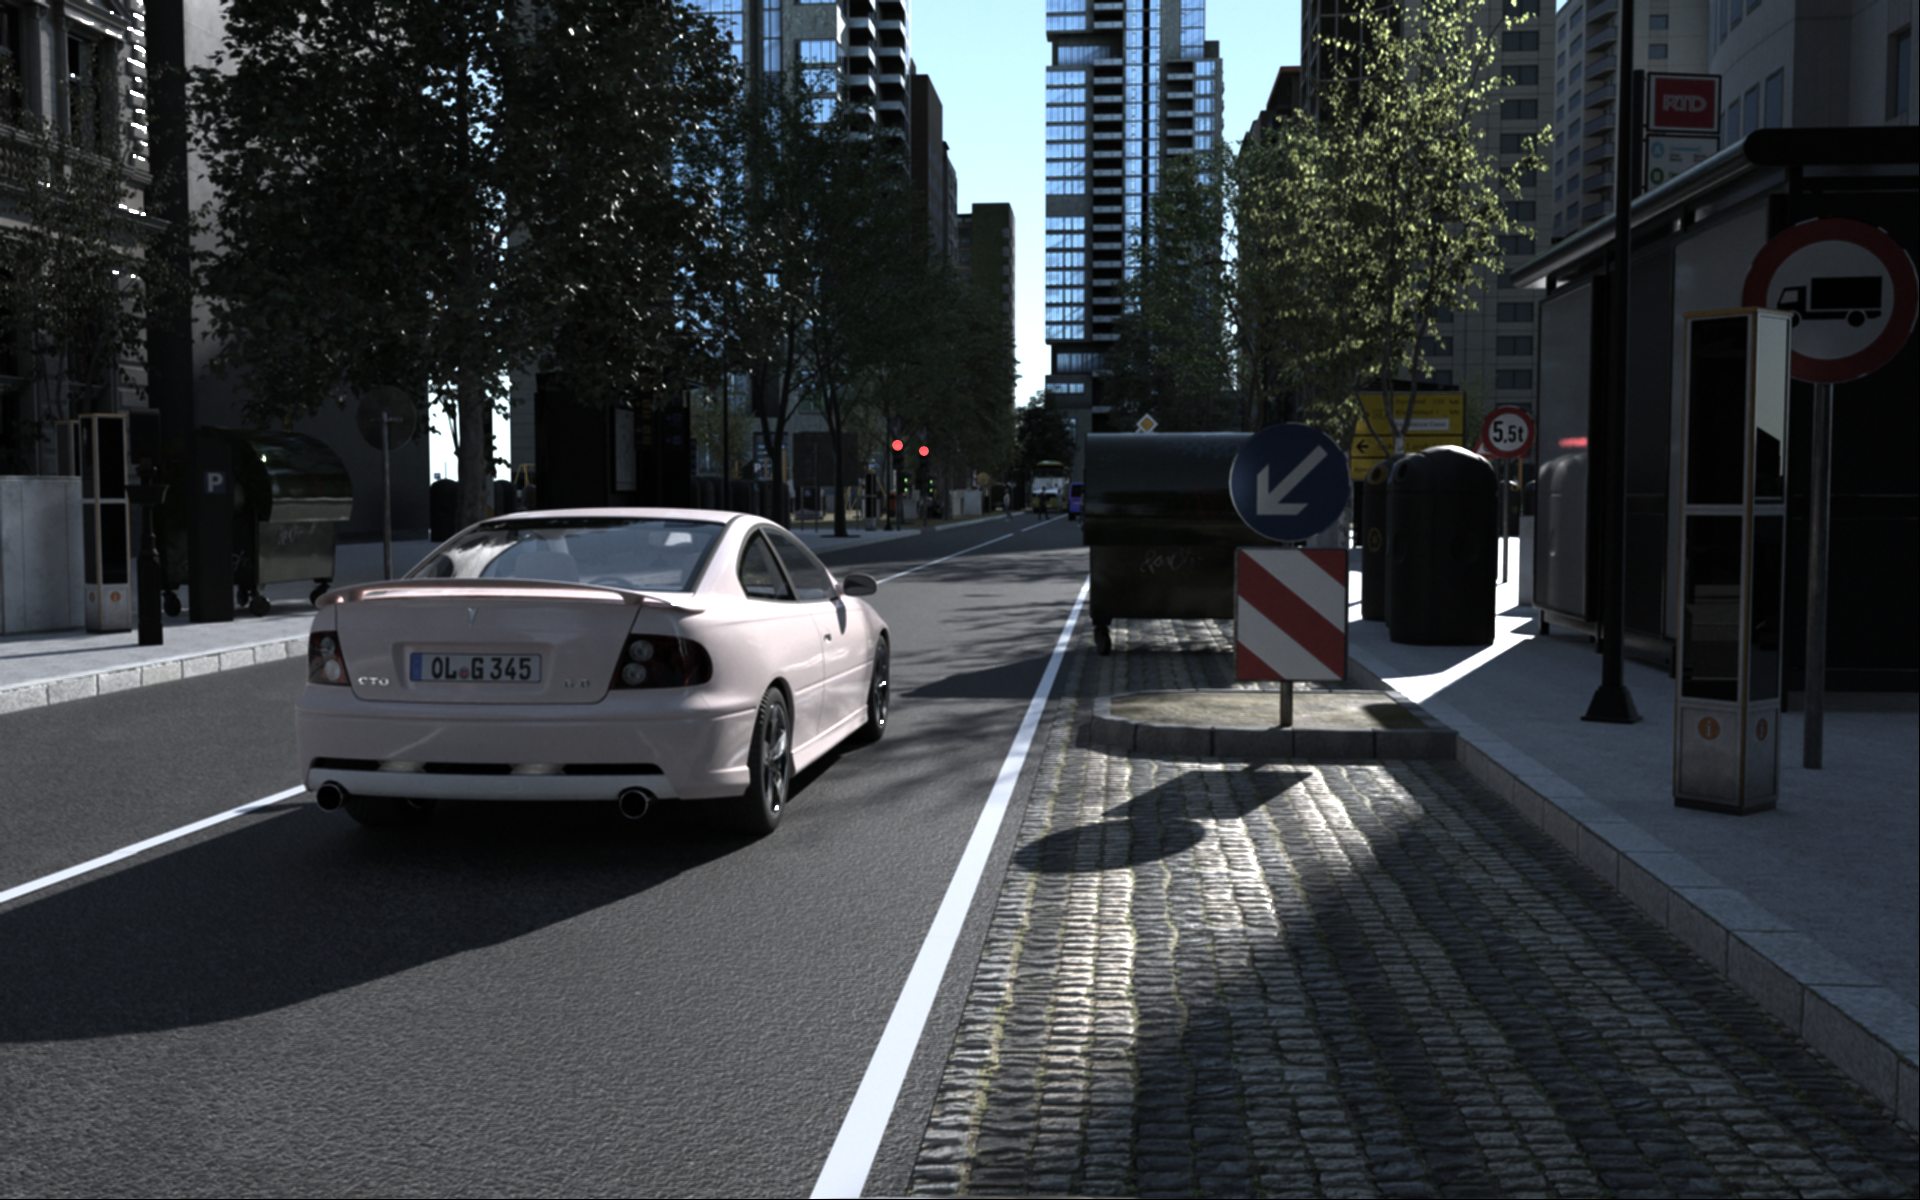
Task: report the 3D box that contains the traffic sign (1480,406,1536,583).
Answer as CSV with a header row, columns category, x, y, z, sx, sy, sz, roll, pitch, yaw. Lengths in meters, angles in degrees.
category,x,y,z,sx,sy,sz,roll,pitch,yaw
traffic sign,7.907,-1.526,25.048,0.768,2.556,0.104,1,4,12

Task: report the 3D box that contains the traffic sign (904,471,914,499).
category,x,y,z,sx,sy,sz,roll,pitch,yaw
traffic sign,-2.852,-5.726,93.733,0.768,2.556,0.104,1,4,11

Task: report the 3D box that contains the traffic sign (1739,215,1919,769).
category,x,y,z,sx,sy,sz,roll,pitch,yaw
traffic sign,3.994,-0.485,8.037,0.768,2.556,0.104,1,4,12

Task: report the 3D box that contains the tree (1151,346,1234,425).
category,x,y,z,sx,sy,sz,roll,pitch,yaw
tree,11.463,-8.273,85.622,4.360,8.622,3.978,0,3,0

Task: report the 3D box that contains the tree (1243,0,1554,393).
category,x,y,z,sx,sy,sz,roll,pitch,yaw
tree,5.645,-4.405,22.391,4.360,8.622,3.978,0,3,0

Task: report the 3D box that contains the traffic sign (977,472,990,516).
category,x,y,z,sx,sy,sz,roll,pitch,yaw
traffic sign,1.354,-6.186,101.250,0.768,2.556,0.104,1,4,10

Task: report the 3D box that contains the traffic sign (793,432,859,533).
category,x,y,z,sx,sy,sz,roll,pitch,yaw
traffic sign,-4.456,-3.886,57.410,2.265,3.308,0.079,1,4,13

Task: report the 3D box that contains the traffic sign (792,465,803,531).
category,x,y,z,sx,sy,sz,roll,pitch,yaw
traffic sign,-5.531,-3.705,60.677,0.768,2.556,0.104,1,4,15

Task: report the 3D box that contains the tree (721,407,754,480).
category,x,y,z,sx,sy,sz,roll,pitch,yaw
tree,-18.333,-11.517,138.670,4.360,8.622,3.978,0,3,0

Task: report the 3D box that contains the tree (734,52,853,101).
category,x,y,z,sx,sy,sz,roll,pitch,yaw
tree,-4.600,-7.122,42.198,9.928,11.665,9.643,0,3,0

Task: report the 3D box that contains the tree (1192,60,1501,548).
category,x,y,z,sx,sy,sz,roll,pitch,yaw
tree,6.524,-4.860,29.827,4.737,8.622,4.395,0,3,0

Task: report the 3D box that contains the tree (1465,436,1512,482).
category,x,y,z,sx,sy,sz,roll,pitch,yaw
tree,16.522,-3.719,55.415,1.663,3.219,1.824,0,3,0

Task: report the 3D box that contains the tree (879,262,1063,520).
category,x,y,z,sx,sy,sz,roll,pitch,yaw
tree,-0.477,-10.218,85.189,7.486,12.596,7.792,0,3,0

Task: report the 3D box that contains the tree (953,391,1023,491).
category,x,y,z,sx,sy,sz,roll,pitch,yaw
tree,1.453,-9.960,113.216,4.737,8.622,4.395,0,3,0

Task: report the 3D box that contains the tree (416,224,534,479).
category,x,y,z,sx,sy,sz,roll,pitch,yaw
tree,-10.305,-5.188,35.184,4.737,8.622,4.395,0,3,0

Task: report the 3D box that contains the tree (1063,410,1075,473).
category,x,y,z,sx,sy,sz,roll,pitch,yaw
tree,8.726,-16.455,187.158,7.486,12.596,7.792,0,3,0

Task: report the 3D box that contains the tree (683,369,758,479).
category,x,y,z,sx,sy,sz,roll,pitch,yaw
tree,-12.754,-8.672,92.145,4.737,8.622,4.395,0,3,0

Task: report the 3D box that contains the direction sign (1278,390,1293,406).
category,x,y,z,sx,sy,sz,roll,pitch,yaw
direction sign,7.102,-2.807,37.886,0.379,3.537,0.876,2,4,30

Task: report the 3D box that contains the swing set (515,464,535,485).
category,x,y,z,sx,sy,sz,roll,pitch,yaw
swing set,-21.769,-5.657,90.105,3.119,2.851,2.862,2,4,26

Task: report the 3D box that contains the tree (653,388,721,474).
category,x,y,z,sx,sy,sz,roll,pitch,yaw
tree,-17.202,-9.582,107.033,4.360,8.622,3.978,0,3,0

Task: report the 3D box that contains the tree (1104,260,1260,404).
category,x,y,z,sx,sy,sz,roll,pitch,yaw
tree,17.486,-17.194,137.017,12.611,20.169,13.585,0,3,0

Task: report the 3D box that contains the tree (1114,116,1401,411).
category,x,y,z,sx,sy,sz,roll,pitch,yaw
tree,8.134,-7.463,47.777,9.928,11.665,9.643,0,3,0

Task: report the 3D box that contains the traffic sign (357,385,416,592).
category,x,y,z,sx,sy,sz,roll,pitch,yaw
traffic sign,-6.731,-1.236,20.316,0.768,2.556,0.104,1,4,13

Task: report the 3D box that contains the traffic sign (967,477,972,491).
category,x,y,z,sx,sy,sz,roll,pitch,yaw
traffic sign,0.638,-8.121,132.885,0.768,2.556,0.104,1,4,11

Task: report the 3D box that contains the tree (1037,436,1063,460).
category,x,y,z,sx,sy,sz,roll,pitch,yaw
tree,10.228,-15.270,200.020,4.360,8.622,3.978,0,3,0

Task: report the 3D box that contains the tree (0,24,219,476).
category,x,y,z,sx,sy,sz,roll,pitch,yaw
tree,-14.184,-4.741,27.883,4.360,8.622,3.978,0,3,0

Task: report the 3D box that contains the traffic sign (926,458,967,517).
category,x,y,z,sx,sy,sz,roll,pitch,yaw
traffic sign,-0.765,-6.273,96.441,2.265,3.308,0.079,0,4,8

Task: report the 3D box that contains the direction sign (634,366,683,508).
category,x,y,z,sx,sy,sz,roll,pitch,yaw
direction sign,-5.332,-2.366,30.673,0.876,3.537,0.379,0,4,3

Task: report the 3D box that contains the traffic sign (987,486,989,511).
category,x,y,z,sx,sy,sz,roll,pitch,yaw
traffic sign,2.153,-7.942,129.852,0.884,2.594,0.081,1,4,10

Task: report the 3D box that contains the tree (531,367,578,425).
category,x,y,z,sx,sy,sz,roll,pitch,yaw
tree,-21.042,-8.837,94.842,4.360,8.622,3.978,0,3,0

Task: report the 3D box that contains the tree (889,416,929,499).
category,x,y,z,sx,sy,sz,roll,pitch,yaw
tree,-3.959,-11.622,140.388,4.737,8.622,4.395,0,3,0

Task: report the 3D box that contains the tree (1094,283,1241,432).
category,x,y,z,sx,sy,sz,roll,pitch,yaw
tree,12.806,-12.087,104.274,9.857,13.997,8.962,0,3,0

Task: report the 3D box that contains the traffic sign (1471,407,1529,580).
category,x,y,z,sx,sy,sz,roll,pitch,yaw
traffic sign,8.049,-1.586,25.939,0.884,2.594,0.081,0,4,8

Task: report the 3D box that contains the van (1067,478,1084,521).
category,x,y,z,sx,sy,sz,roll,pitch,yaw
van,6.989,-5.570,95.448,2.240,2.365,5.245,0,4,6

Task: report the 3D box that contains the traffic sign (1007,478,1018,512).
category,x,y,z,sx,sy,sz,roll,pitch,yaw
traffic sign,3.791,-7.589,125.270,0.795,2.450,0.064,1,4,11

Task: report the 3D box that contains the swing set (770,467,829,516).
category,x,y,z,sx,sy,sz,roll,pitch,yaw
swing set,-9.756,-6.374,101.841,3.119,2.851,2.862,3,4,36

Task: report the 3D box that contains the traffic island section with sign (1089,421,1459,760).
category,x,y,z,sx,sy,sz,roll,pitch,yaw
traffic island section with sign,1.776,-0.101,10.288,1.989,1.847,2.006,0,4,5

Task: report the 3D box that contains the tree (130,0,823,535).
category,x,y,z,sx,sy,sz,roll,pitch,yaw
tree,-7.141,-6.614,25.145,9.611,12.733,9.660,0,3,0

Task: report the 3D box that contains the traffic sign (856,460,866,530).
category,x,y,z,sx,sy,sz,roll,pitch,yaw
traffic sign,-3.623,-3.736,61.080,0.884,2.594,0.081,0,4,6

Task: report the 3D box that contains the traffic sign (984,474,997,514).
category,x,y,z,sx,sy,sz,roll,pitch,yaw
traffic sign,1.916,-6.714,109.785,0.884,2.594,0.081,0,4,7

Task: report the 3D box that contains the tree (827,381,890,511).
category,x,y,z,sx,sy,sz,roll,pitch,yaw
tree,-6.274,-9.836,111.186,4.360,8.622,3.978,0,3,0

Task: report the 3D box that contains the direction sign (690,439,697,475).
category,x,y,z,sx,sy,sz,roll,pitch,yaw
direction sign,-11.179,-4.808,70.608,0.876,3.537,0.379,-1,4,-11

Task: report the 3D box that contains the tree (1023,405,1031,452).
category,x,y,z,sx,sy,sz,roll,pitch,yaw
tree,3.406,-11.134,132.399,4.737,8.622,4.395,0,3,0

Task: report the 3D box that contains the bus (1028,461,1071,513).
category,x,y,z,sx,sy,sz,roll,pitch,yaw
bus,6.986,-8.613,132.365,2.896,3.916,12.252,0,4,6

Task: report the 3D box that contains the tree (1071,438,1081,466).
category,x,y,z,sx,sy,sz,roll,pitch,yaw
tree,10.304,-16.663,206.859,8.767,10.594,7.601,0,4,6

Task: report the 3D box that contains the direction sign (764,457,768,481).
category,x,y,z,sx,sy,sz,roll,pitch,yaw
direction sign,-11.846,-6.959,105.774,0.379,3.537,0.876,1,4,8

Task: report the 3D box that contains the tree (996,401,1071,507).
category,x,y,z,sx,sy,sz,roll,pitch,yaw
tree,6.594,-14.663,174.160,7.601,10.594,8.767,1,4,11

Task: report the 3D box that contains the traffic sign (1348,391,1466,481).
category,x,y,z,sx,sy,sz,roll,pitch,yaw
traffic sign,8.844,-2.475,34.345,2.265,3.308,0.079,0,4,6
